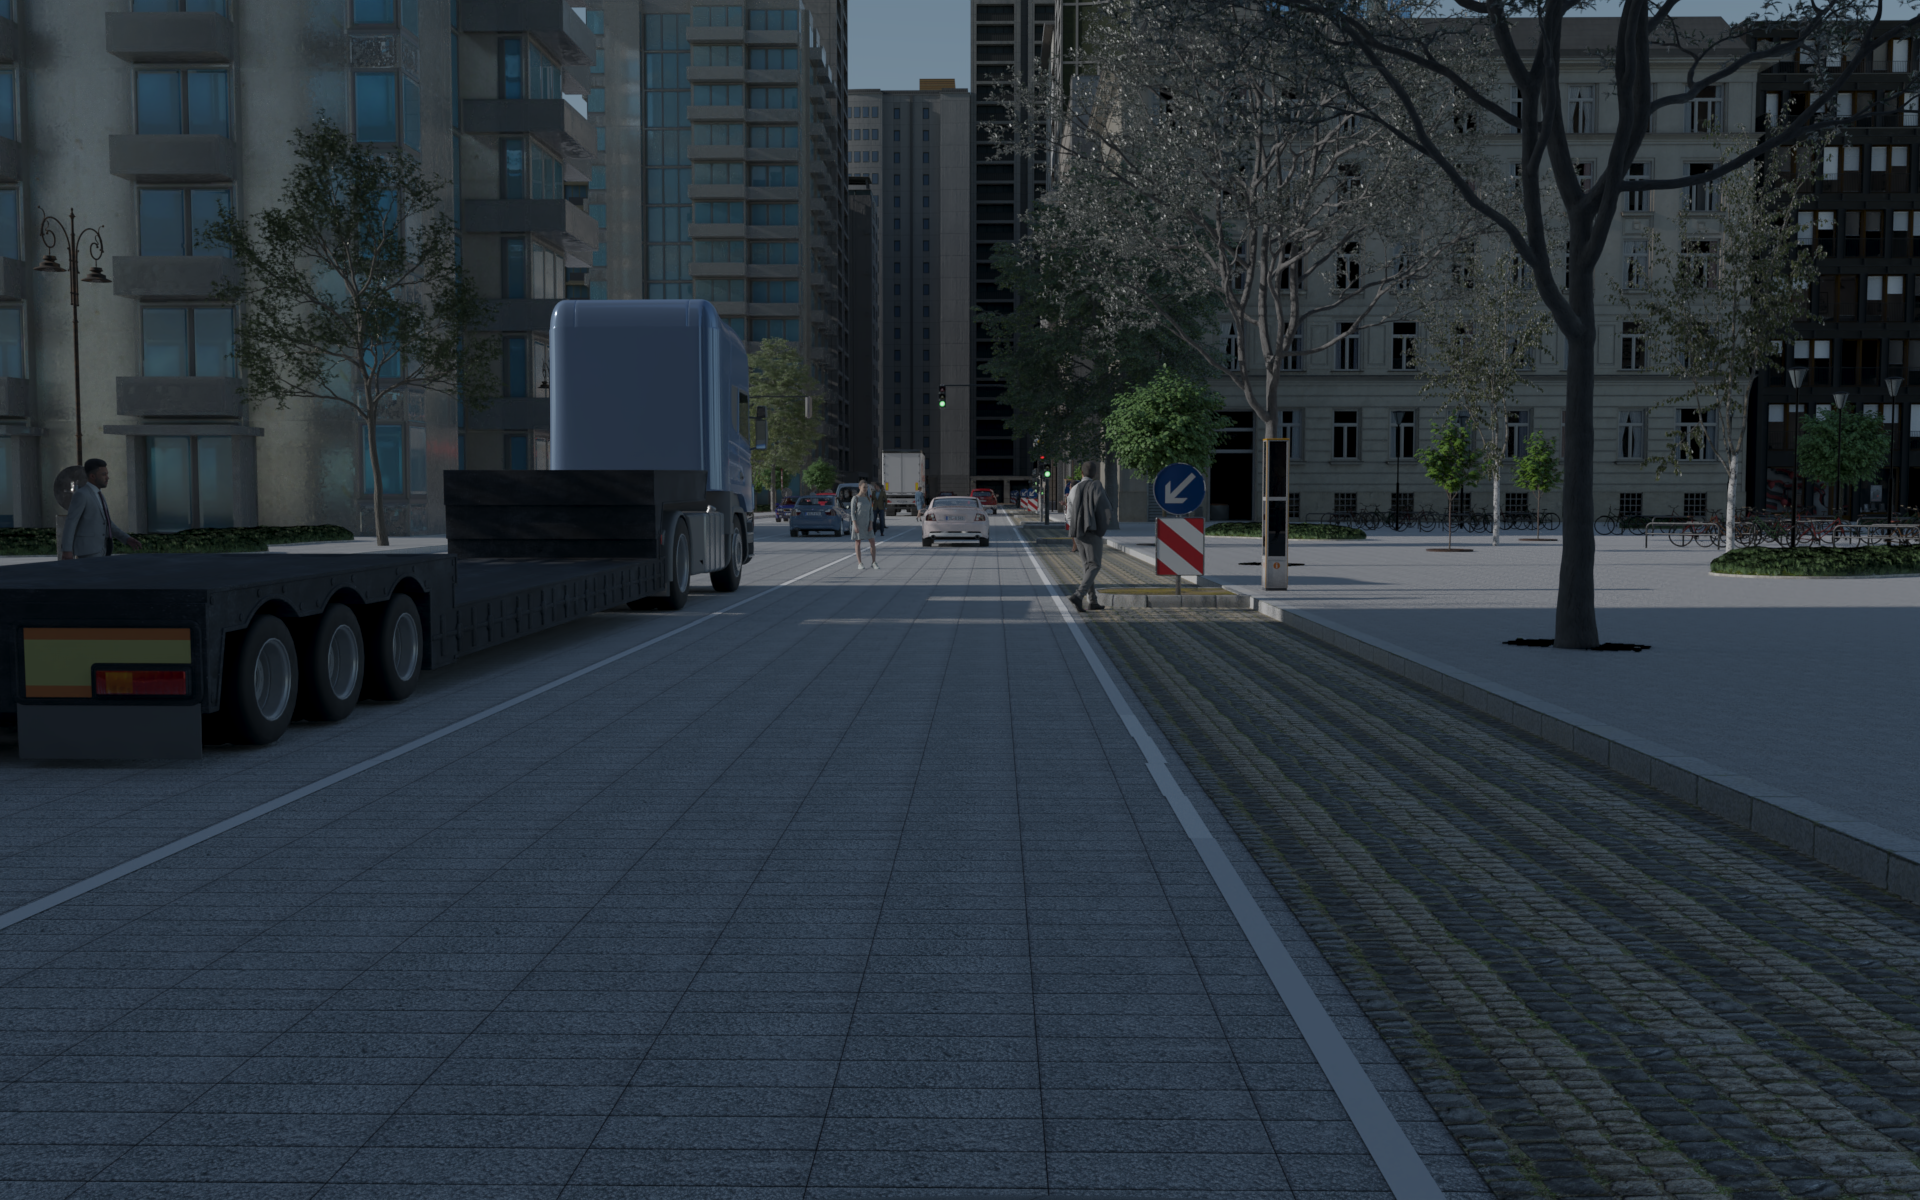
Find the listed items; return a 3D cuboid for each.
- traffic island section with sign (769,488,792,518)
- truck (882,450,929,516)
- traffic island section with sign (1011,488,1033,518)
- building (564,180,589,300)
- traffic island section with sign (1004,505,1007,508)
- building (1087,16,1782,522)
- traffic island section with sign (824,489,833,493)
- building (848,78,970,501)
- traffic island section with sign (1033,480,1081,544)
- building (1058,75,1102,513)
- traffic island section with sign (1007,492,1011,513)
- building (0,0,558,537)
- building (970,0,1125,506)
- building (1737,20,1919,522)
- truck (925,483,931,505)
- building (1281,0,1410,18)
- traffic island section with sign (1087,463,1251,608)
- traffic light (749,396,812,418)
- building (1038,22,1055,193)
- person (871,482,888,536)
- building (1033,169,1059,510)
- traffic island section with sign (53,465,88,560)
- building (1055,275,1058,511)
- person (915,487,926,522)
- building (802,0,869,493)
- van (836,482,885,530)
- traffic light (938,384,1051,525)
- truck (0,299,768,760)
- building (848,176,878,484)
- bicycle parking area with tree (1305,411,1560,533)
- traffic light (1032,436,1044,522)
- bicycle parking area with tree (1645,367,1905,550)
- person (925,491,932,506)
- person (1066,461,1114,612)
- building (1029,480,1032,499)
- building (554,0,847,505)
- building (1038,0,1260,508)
[{"bbox_3d":[-10.538,-5.924,105.491,1.989,1.847,2.006,0,4,1],"label":"traffic island section with sign"},{"bbox_3d":[-3.624,-7.716,115.070,2.839,4.237,11.283,0,4,1],"label":"truck"},{"bbox_3d":[4.282,-5.906,105.197,1.989,1.847,2.006,0,4,1],"label":"traffic island section with sign"},{"bbox_3d":[-39.796,-34.593,220.217,28.867,44.769,22.147,0,4,1],"label":"building"},{"bbox_3d":[5.754,-10.586,181.703,1.989,1.847,2.006,0,4,1],"label":"traffic island section with sign"},{"bbox_3d":[21.641,-15.435,85.652,30.059,22.955,16.112,0,4,1],"label":"building"},{"bbox_3d":[-10.014,-7.573,132.441,1.989,1.847,2.006,0,4,1],"label":"traffic island section with sign"},{"bbox_3d":[-12.504,-43.248,249.108,28.212,58.520,21.231,0,4,1],"label":"building"},{"bbox_3d":[3.201,-2.527,49.946,1.989,1.847,2.006,0,4,1],"label":"traffic island section with sign"},{"bbox_3d":[12.497,-17.732,107.940,12.078,24.808,19.932,0,4,1],"label":"building"},{"bbox_3d":[4.799,-7.555,132.148,1.989,1.847,2.006,0,4,1],"label":"traffic island section with sign"},{"bbox_3d":[-29.115,-26.986,60.823,30.456,49.044,23.786,0,4,1],"label":"building"},{"bbox_3d":[11.889,-49.497,247.527,20.611,71.187,20.563,0,4,1],"label":"building"},{"bbox_3d":[44.579,-15.615,84.975,15.834,23.373,12.332,0,4,1],"label":"building"},{"bbox_3d":[-5.355,-14.242,222.619,2.967,4.110,18.799,0,4,2],"label":"truck"},{"bbox_3d":[51.980,-57.112,246.445,31.000,86.520,22.319,0,4,1],"label":"building"},{"bbox_3d":[2.681,-0.858,22.651,1.989,1.847,2.006,0,4,1],"label":"traffic island section with sign"},{"bbox_3d":[-9.224,-6.450,80.123,4.771,5.953,1.251,0,4,1],"label":"traffic light"},{"bbox_3d":[23.287,-36.830,191.403,28.713,52.752,27.495,0,4,1],"label":"building"},{"bbox_3d":[-2.836,-3.120,59.425,0.656,1.842,0.836,-1,4,-19],"label":"person"},{"bbox_3d":[13.147,-21.940,144.620,13.634,28.700,20.117,0,4,1],"label":"building"},{"bbox_3d":[-12.133,-0.895,23.258,1.989,1.847,2.006,0,4,1],"label":"traffic island section with sign"},{"bbox_3d":[13.450,-18.160,126.590,12.332,23.373,15.834,0,4,1],"label":"building"},{"bbox_3d":[-2.129,-4.985,90.021,0.581,1.822,0.654,3,5,44],"label":"person"},{"bbox_3d":[-20.986,-46.345,195.997,20.563,71.187,20.611,0,4,1],"label":"building"},{"bbox_3d":[-4.007,-3.753,68.371,2.013,2.044,4.112,0,4,2],"label":"van"},{"bbox_3d":[1.494,-5.939,71.770,4.771,5.953,1.251,0,4,1],"label":"traffic light"},{"bbox_3d":[-4.736,-1.742,18.238,2.967,4.110,18.799,0,4,2],"label":"truck"},{"bbox_3d":[-17.771,-33.070,224.282,14.086,41.232,14.154,0,4,1],"label":"building"},{"bbox_3d":[16.879,-4.561,61.571,8.231,4.147,9.016,-3,4,-36],"label":"bicycle parking area with tree"},{"bbox_3d":[3.741,-5.562,79.854,0.839,4.253,0.868,0,4,1],"label":"traffic light"},{"bbox_3d":[20.970,-3.286,40.736,8.231,4.147,9.016,-2,4,-27],"label":"bicycle parking area with tree"},{"bbox_3d":[-3.939,-11.989,204.535,1.348,1.823,0.705,0,4,0],"label":"person"},{"bbox_3d":[1.580,-0.760,21.020,0.679,1.850,0.850,3,4,38],"label":"person"},{"bbox_3d":[24.925,-32.203,218.399,32.217,40.220,23.993,0,4,1],"label":"building"},{"bbox_3d":[-23.836,-33.722,170.967,23.786,49.044,30.456,0,4,1],"label":"building"},{"bbox_3d":[17.488,-44.565,166.890,20.563,71.187,20.611,0,4,1],"label":"building"}]
